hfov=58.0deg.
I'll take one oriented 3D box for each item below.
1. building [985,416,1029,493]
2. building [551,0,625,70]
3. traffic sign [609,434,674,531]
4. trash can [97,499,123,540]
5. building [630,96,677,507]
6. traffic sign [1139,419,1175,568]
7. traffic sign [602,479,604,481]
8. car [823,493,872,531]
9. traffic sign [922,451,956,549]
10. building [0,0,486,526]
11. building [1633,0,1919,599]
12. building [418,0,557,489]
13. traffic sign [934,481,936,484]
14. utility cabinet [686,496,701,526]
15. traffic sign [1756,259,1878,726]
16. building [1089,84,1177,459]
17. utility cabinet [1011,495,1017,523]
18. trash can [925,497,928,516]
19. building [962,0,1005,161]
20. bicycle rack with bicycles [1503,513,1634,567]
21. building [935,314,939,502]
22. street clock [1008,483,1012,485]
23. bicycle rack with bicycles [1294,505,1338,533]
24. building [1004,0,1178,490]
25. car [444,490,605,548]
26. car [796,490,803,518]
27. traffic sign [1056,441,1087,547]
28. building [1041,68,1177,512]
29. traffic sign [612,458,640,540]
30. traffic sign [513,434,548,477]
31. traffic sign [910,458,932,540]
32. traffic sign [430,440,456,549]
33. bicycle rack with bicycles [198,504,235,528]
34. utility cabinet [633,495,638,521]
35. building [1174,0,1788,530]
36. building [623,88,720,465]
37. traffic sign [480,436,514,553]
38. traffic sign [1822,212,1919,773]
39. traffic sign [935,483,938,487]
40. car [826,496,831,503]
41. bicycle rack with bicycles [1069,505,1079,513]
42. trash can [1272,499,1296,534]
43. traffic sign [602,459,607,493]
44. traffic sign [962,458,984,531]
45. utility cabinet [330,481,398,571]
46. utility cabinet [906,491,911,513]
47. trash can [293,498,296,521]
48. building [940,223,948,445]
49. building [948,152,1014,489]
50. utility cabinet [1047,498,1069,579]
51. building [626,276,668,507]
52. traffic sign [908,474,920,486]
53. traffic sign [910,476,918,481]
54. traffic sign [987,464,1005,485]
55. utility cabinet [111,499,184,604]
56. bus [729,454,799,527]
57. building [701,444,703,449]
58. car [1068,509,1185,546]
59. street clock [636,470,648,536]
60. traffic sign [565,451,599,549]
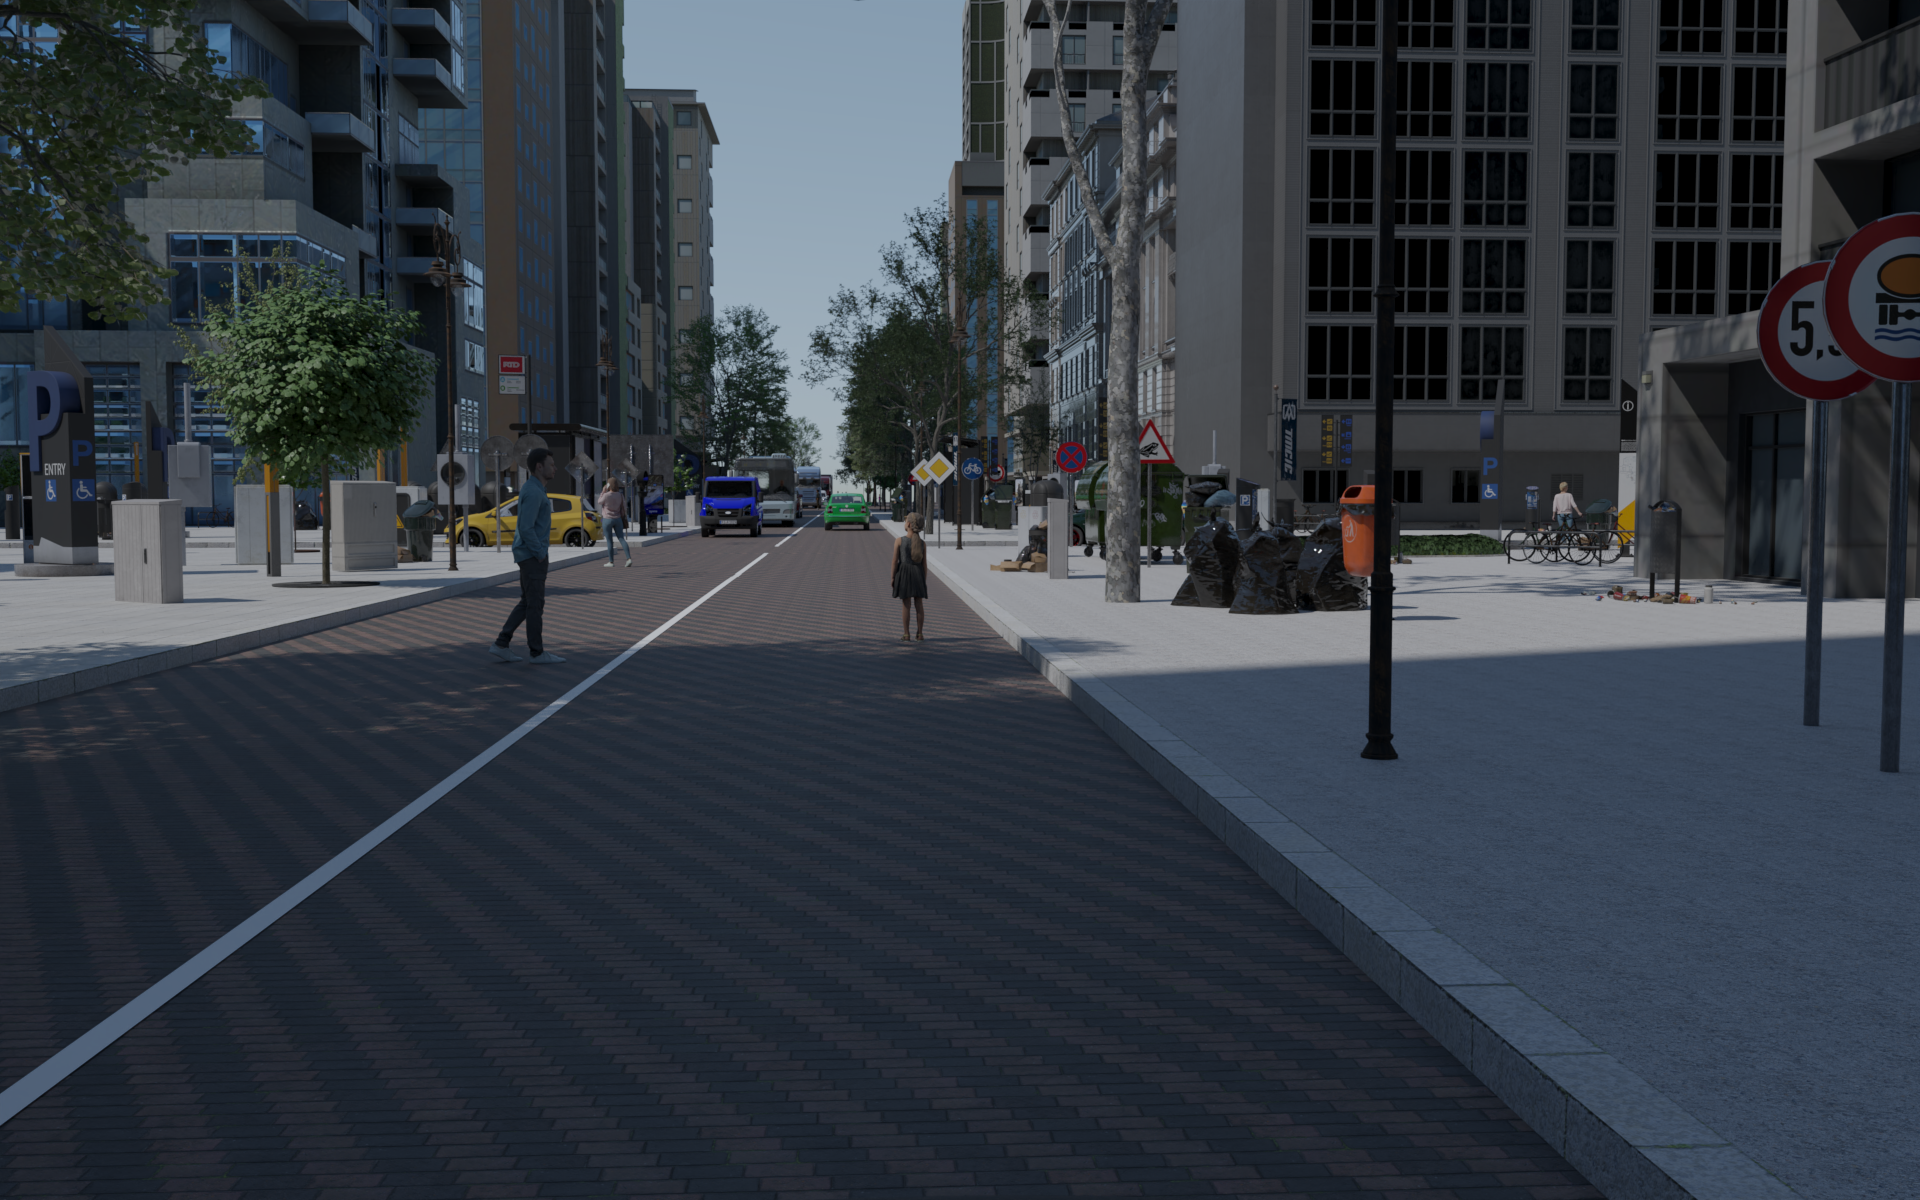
[{"bbox_3d":[18.343,-29.725,177.886,32.217,40.220,23.993,0,4,-4],"label":"building"},{"bbox_3d":[-32.788,-27.246,129.069,14.154,41.232,14.086,0,4,-4],"label":"building"},{"bbox_3d":[-10.903,-3.995,59.189,2.265,3.308,0.079,0,4,5],"label":"traffic sign"},{"bbox_3d":[-23.814,-2.256,48.533,0.748,1.137,0.748,0,3,0],"label":"trash can"},{"bbox_3d":[-36.112,-29.901,172.480,14.154,41.232,14.086,0,4,-4],"label":"building"},{"bbox_3d":[3.293,-1.841,30.104,0.884,2.594,0.081,0,4,-3],"label":"traffic sign"},{"bbox_3d":[-14.161,-4.168,68.246,0.768,2.556,0.104,0,4,3],"label":"traffic sign"},{"bbox_3d":[-4.506,-3.704,69.356,1.959,1.807,4.718,0,4,-3],"label":"car"},{"bbox_3d":[-0.492,-2.268,40.724,0.795,2.450,0.064,0,4,-4],"label":"traffic sign"},{"bbox_3d":[-35.496,-47.014,81.345,22.319,86.520,31.000,0,4,-4],"label":"building"},{"bbox_3d":[21.231,-35.272,14.944,20.563,71.187,20.611,0,4,-4],"label":"building"},{"bbox_3d":[-34.786,-28.327,113.254,14.600,45.320,14.200,0,4,-4],"label":"building"},{"bbox_3d":[-1.484,-5.633,92.198,0.768,2.556,0.104,0,4,-2],"label":"traffic sign"},{"bbox_3d":[-10.755,-3.588,69.818,0.306,1.237,1.020,-2,4,-29],"label":"utility cabinet"},{"bbox_3d":[4.719,-0.576,9.524,0.768,2.556,0.104,0,4,0],"label":"traffic sign"},{"bbox_3d":[14.805,-15.058,87.993,13.314,21.916,24.055,0,4,-4],"label":"building"},{"bbox_3d":[2.597,-4.057,77.500,1.020,1.237,0.306,-2,4,-23],"label":"utility cabinet"},{"bbox_3d":[-2.188,-5.404,100.011,0.748,1.137,0.748,0,3,0],"label":"trash can"},{"bbox_3d":[8.945,-49.297,244.260,20.563,71.187,20.611,0,4,-4],"label":"building"},{"bbox_3d":[11.294,-1.132,31.892,2.852,0.926,2.925,-3,5,-42],"label":"bicycle rack with bicycles"},{"bbox_3d":[2.822,-30.892,276.779,14.160,30.474,14.107,0,4,-4],"label":"building"},{"bbox_3d":[3.108,-6.426,109.642,0.358,2.002,0.471,-1,4,-23],"label":"street clock"},{"bbox_3d":[11.442,-2.636,56.481,2.852,0.926,2.925,-3,5,-44],"label":"bicycle rack with bicycles"},{"bbox_3d":[18.386,-34.380,151.359,28.713,52.752,27.495,0,4,-4],"label":"building"},{"bbox_3d":[-11.045,-2.066,44.007,3.980,1.641,2.015,0,4,-5],"label":"car"},{"bbox_3d":[-10.549,-5.833,104.048,2.281,1.827,5.304,0,4,-2],"label":"car"},{"bbox_3d":[2.692,-2.553,41.854,0.768,2.556,0.104,0,4,6],"label":"traffic sign"},{"bbox_3d":[12.798,-19.267,112.283,12.463,27.353,25.104,0,4,-4],"label":"building"},{"bbox_3d":[-9.285,-2.724,48.181,0.795,2.450,0.064,0,4,-4],"label":"traffic sign"},{"bbox_3d":[-9.155,-2.254,36.952,0.768,2.556,0.104,0,4,2],"label":"traffic sign"},{"bbox_3d":[-1.007,-2.755,48.693,0.795,2.450,0.064,0,4,-4],"label":"traffic sign"},{"bbox_3d":[-11.964,-2.483,40.595,0.884,2.594,0.081,0,4,-3],"label":"traffic sign"},{"bbox_3d":[-27.344,-3.202,65.735,2.852,0.926,2.925,1,4,15],"label":"bicycle rack with bicycles"},{"bbox_3d":[-15.460,-4.365,82.525,0.306,1.237,1.020,-1,4,-18],"label":"utility cabinet"},{"bbox_3d":[21.429,-16.719,66.857,24.014,27.812,14.314,0,4,-4],"label":"building"},{"bbox_3d":[-46.875,-39.149,229.319,28.713,52.752,27.495,0,4,-4],"label":"building"},{"bbox_3d":[-10.074,-2.303,37.760,0.768,2.556,0.104,0,3,0],"label":"traffic sign"},{"bbox_3d":[4.299,-0.479,7.932,0.768,2.556,0.104,0,4,4],"label":"traffic sign"},{"bbox_3d":[-1.659,-6.529,108.878,0.606,2.300,0.079,0,4,0],"label":"traffic sign"},{"bbox_3d":[-9.988,-8.100,142.216,2.009,1.686,4.222,0,4,-3],"label":"car"},{"bbox_3d":[4.563,-4.131,80.924,2.925,0.926,2.852,0,4,5],"label":"bicycle rack with bicycles"},{"bbox_3d":[9.884,-2.519,52.847,0.748,1.137,0.748,0,3,0],"label":"trash can"},{"bbox_3d":[-12.808,-3.844,62.947,0.768,2.556,0.104,0,4,6],"label":"traffic sign"},{"bbox_3d":[0.441,-3.702,60.635,0.768,2.556,0.104,0,4,-3],"label":"traffic sign"},{"bbox_3d":[-9.949,-1.241,28.964,0.318,1.500,1.173,2,4,27],"label":"utility cabinet"},{"bbox_3d":[-3.369,-6.095,108.330,0.318,1.500,1.173,1,4,13],"label":"utility cabinet"},{"bbox_3d":[-22.145,-2.764,56.839,0.748,1.137,0.748,0,3,0],"label":"trash can"},{"bbox_3d":[3.917,-35.396,262.322,14.154,41.232,14.086,0,4,-4],"label":"building"},{"bbox_3d":[5.781,-35.311,227.437,14.600,45.320,14.200,0,4,-4],"label":"building"},{"bbox_3d":[1.509,-0.942,26.561,0.306,1.237,1.020,0,4,1],"label":"utility cabinet"},{"bbox_3d":[-41.013,-18.720,151.103,27.650,21.520,28.899,0,4,-4],"label":"building"},{"bbox_3d":[-2.767,-6.411,104.926,0.768,2.556,0.104,0,4,-1],"label":"traffic sign"},{"bbox_3d":[-1.621,-4.361,71.312,0.884,2.594,0.081,0,4,1],"label":"traffic sign"},{"bbox_3d":[1.493,-4.434,72.599,0.768,2.556,0.104,0,4,4],"label":"traffic sign"},{"bbox_3d":[-9.649,-0.575,20.561,1.020,1.237,0.306,2,4,34],"label":"utility cabinet"},{"bbox_3d":[-8.784,-5.146,78.996,2.948,3.499,13.247,0,4,-5],"label":"bus"},{"bbox_3d":[-50.448,-34.465,255.386,32.217,40.220,23.993,0,4,-4],"label":"building"},{"bbox_3d":[3.982,-2.119,44.429,4.222,1.686,2.009,0,4,-2],"label":"car"},{"bbox_3d":[-9.742,-2.974,53.189,0.358,2.002,0.471,1,4,9],"label":"street clock"},{"bbox_3d":[-8.770,-2.237,40.212,0.795,2.450,0.064,0,4,-4],"label":"traffic sign"}]
